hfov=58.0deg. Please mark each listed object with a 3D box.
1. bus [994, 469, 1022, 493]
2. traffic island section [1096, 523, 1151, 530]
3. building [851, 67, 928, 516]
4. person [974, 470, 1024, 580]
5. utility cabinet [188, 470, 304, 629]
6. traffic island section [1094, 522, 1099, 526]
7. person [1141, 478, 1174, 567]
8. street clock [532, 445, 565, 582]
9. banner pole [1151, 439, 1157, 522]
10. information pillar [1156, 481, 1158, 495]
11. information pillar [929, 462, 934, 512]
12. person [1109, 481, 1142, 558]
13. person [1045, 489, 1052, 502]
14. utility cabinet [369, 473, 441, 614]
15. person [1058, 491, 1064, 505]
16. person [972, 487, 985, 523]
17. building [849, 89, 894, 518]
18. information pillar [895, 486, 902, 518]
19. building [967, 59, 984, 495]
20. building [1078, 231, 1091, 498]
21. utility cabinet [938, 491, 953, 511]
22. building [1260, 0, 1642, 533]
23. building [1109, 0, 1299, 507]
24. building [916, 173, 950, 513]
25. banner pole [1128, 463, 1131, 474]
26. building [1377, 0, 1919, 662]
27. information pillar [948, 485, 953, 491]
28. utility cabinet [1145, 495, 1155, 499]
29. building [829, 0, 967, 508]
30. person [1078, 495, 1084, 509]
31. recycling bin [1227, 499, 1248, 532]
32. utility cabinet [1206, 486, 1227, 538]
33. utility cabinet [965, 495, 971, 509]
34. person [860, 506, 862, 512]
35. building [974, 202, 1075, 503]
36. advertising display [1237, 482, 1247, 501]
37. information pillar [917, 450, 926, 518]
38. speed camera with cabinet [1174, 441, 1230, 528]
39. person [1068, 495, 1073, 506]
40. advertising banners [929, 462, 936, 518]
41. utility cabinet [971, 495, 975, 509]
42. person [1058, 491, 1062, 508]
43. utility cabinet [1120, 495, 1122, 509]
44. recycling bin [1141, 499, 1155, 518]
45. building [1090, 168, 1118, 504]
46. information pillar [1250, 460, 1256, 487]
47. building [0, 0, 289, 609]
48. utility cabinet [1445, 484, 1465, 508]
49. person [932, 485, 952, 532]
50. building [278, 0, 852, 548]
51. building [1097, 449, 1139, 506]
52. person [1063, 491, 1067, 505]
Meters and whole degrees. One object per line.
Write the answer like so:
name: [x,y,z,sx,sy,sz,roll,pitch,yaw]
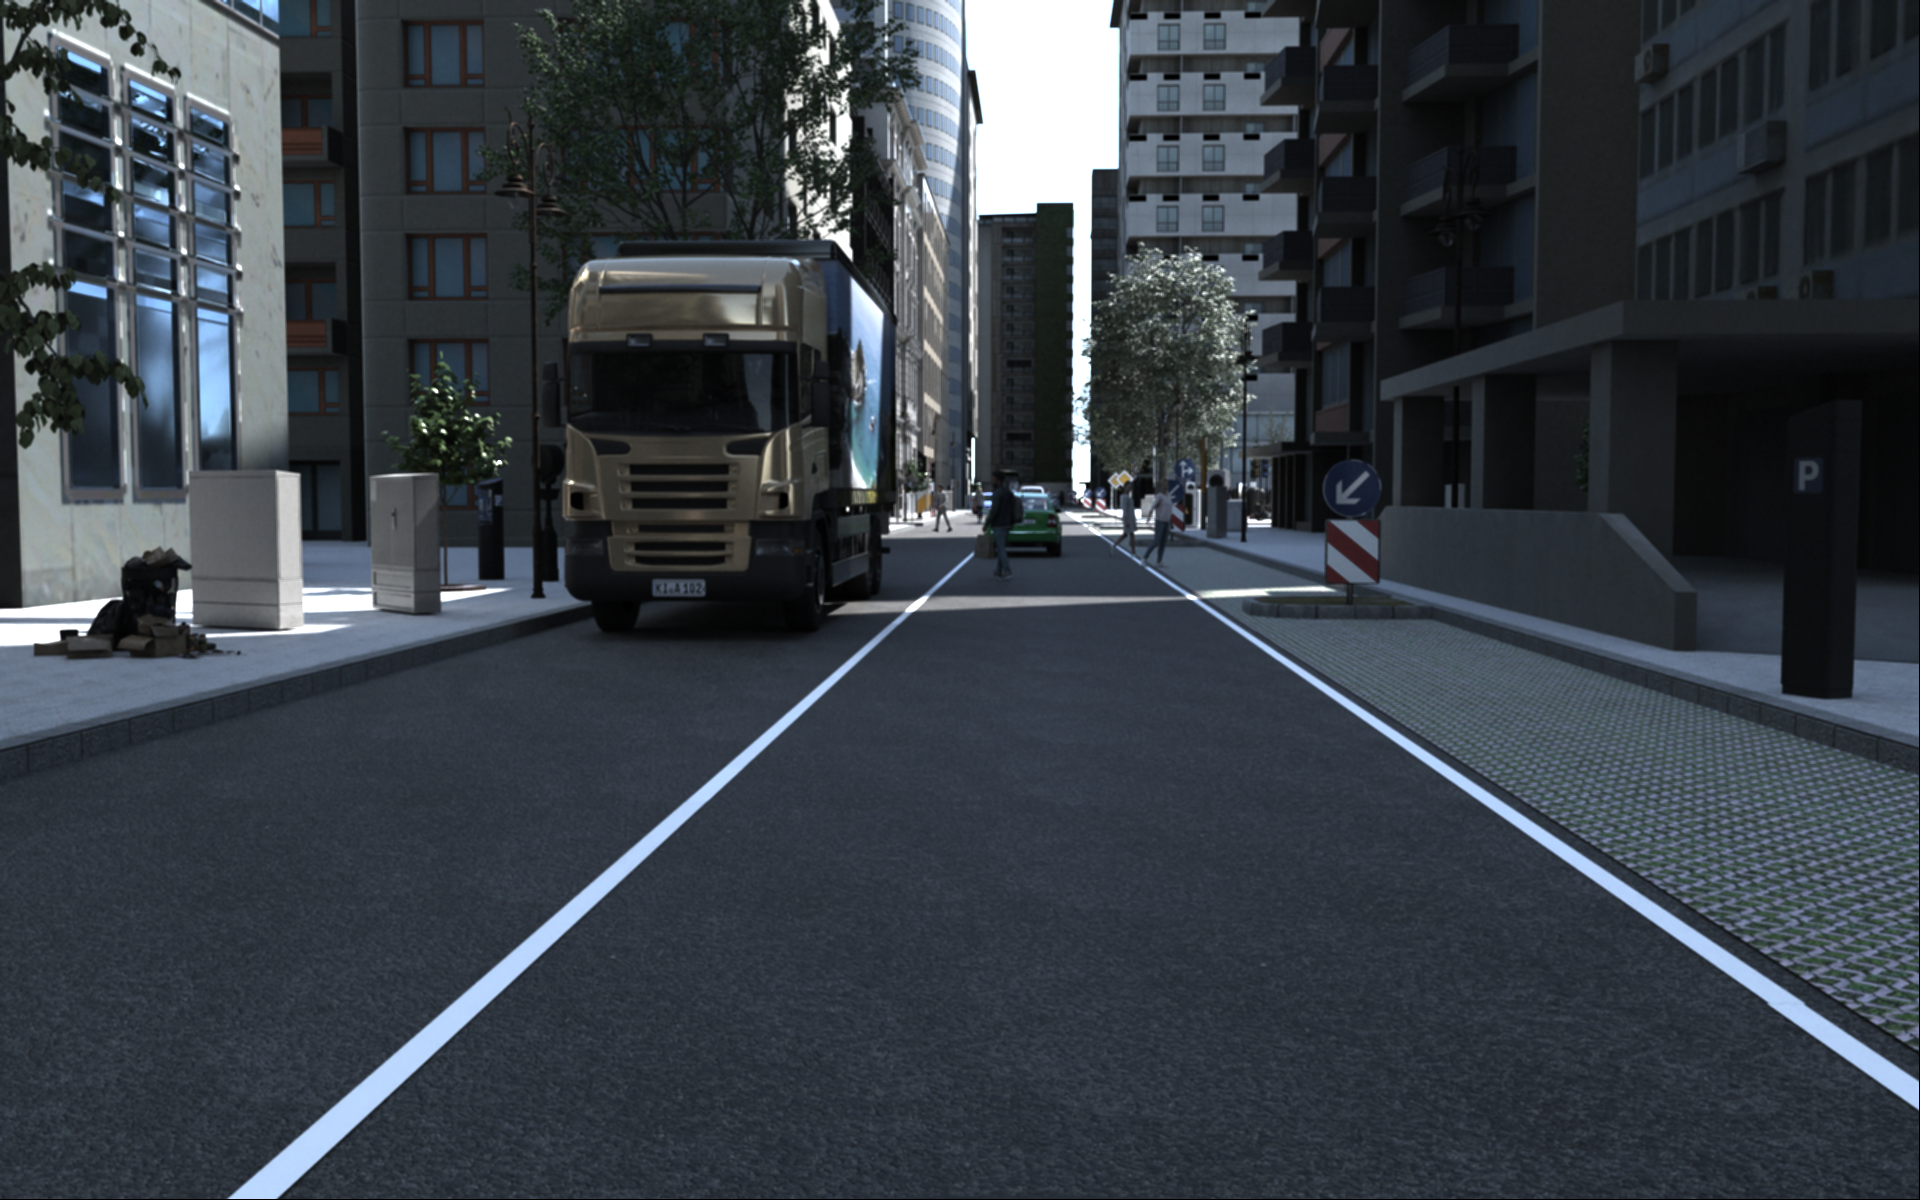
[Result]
bus: [4.820,-11.329,176.774,2.896,3.916,12.252,0,4,2]
traffic island section: [6.715,-2.953,70.555,2.009,0.180,2.903,0,4,3]
building: [-9.559,-19.567,107.313,14.401,28.519,23.554,0,4,3]
person: [0.635,-1.243,28.804,0.794,1.824,0.713,-3,5,-40]
utility cabinet: [-6.794,-0.478,16.502,1.173,1.500,0.318,2,4,27]
traffic island section: [7.083,-3.440,78.532,2.009,0.180,2.903,0,4,3]
person: [3.794,-1.503,33.742,0.598,1.740,0.731,2,4,29]
street clock: [-6.037,-1.275,25.423,0.471,2.002,0.358,3,4,36]
banner pole: [8.867,-5.431,78.813,0.401,3.779,0.863,1,4,16]
information pillar: [11.463,-5.837,99.932,0.304,2.012,0.304,-3,5,-42]
information pillar: [-1.950,-7.985,121.915,0.504,3.616,0.183,-1,4,-16]
person: [3.738,-1.818,38.968,0.760,1.731,0.466,-1,4,-22]
person: [6.472,-7.304,127.943,0.581,1.822,0.654,1,4,11]
utility cabinet: [-6.028,-0.617,18.767,0.318,1.500,1.173,-3,5,-40]
person: [12.874,-12.910,219.583,0.705,1.823,1.348,3,4,37]
person: [0.885,-4.710,85.698,0.709,1.800,0.728,0,4,-4]
building: [-10.147,-15.789,87.820,12.332,23.373,15.834,0,4,3]
information pillar: [-3.329,-5.471,93.947,0.304,2.012,0.304,2,4,31]
building: [-11.255,-38.264,214.847,27.495,52.752,28.713,0,4,3]
building: [31.472,-36.271,247.654,28.867,44.769,22.147,0,4,3]
utility cabinet: [-1.072,-7.432,130.188,1.173,1.500,0.318,0,4,6]
building: [21.196,-24.390,53.401,22.147,44.769,28.867,0,4,3]
building: [29.228,-35.354,167.276,28.713,52.752,27.495,0,4,3]
building: [-11.309,-20.317,136.703,19.350,26.468,34.151,0,4,3]
banner pole: [13.598,-9.172,139.972,0.401,3.779,0.863,-2,4,-24]
building: [22.237,-20.013,19.090,32.217,40.220,23.993,0,4,3]
information pillar: [-0.803,-8.301,140.220,0.304,2.012,0.304,2,4,35]
utility cabinet: [13.215,-6.647,119.841,0.306,1.237,1.020,-3,4,-37]
building: [-10.412,-38.262,167.580,21.231,58.520,28.212,0,4,3]
person: [11.634,-9.400,165.381,0.799,1.438,0.628,0,4,5]
recycling bin: [9.459,-2.860,59.310,0.722,1.027,0.722,1,4,14]
utility cabinet: [7.515,-2.571,50.714,0.318,1.500,1.173,2,4,24]
utility cabinet: [0.587,-8.603,151.826,0.306,1.237,1.020,0,4,3]
person: [-4.192,-3.820,73.547,0.523,1.515,0.503,-2,4,-34]
building: [9.030,-34.324,244.787,14.086,41.232,14.154,0,4,3]
advertising display: [15.421,-5.479,94.790,0.123,1.923,0.974,3,4,36]
information pillar: [-2.028,-6.091,90.941,0.504,3.616,0.183,0,4,-5]
speed camera with cabinet: [9.057,-4.313,64.850,2.038,3.252,0.660,2,4,30]
person: [12.886,-11.518,200.038,0.991,1.433,0.599,2,4,25]
advertising banners: [-1.514,-6.039,94.922,0.090,3.025,2.074,1,4,9]
utility cabinet: [1.058,-8.677,153.038,0.306,1.237,1.020,1,4,19]
person: [9.994,-10.072,173.631,0.568,1.767,0.683,-1,4,-15]
utility cabinet: [14.143,-8.589,151.588,0.306,1.237,1.020,0,4,4]
recycling bin: [10.119,-4.920,92.996,0.722,1.027,0.722,1,4,15]
building: [23.508,-32.786,219.638,14.154,41.232,14.086,0,4,3]
information pillar: [19.853,-7.708,117.376,0.183,3.616,0.504,-2,4,-33]
building: [-20.033,-42.570,8.690,22.319,86.520,31.000,0,4,3]
utility cabinet: [10.619,-1.747,37.240,0.318,1.500,1.173,1,4,22]
person: [-0.664,-3.475,65.589,0.850,1.792,0.678,-2,4,-34]
building: [-19.310,-12.852,55.174,28.899,21.520,27.650,0,4,3]
building: [27.320,-53.999,195.556,22.319,86.520,31.000,0,4,3]
person: [13.527,-13.338,226.560,1.348,1.826,0.705,2,4,23]
